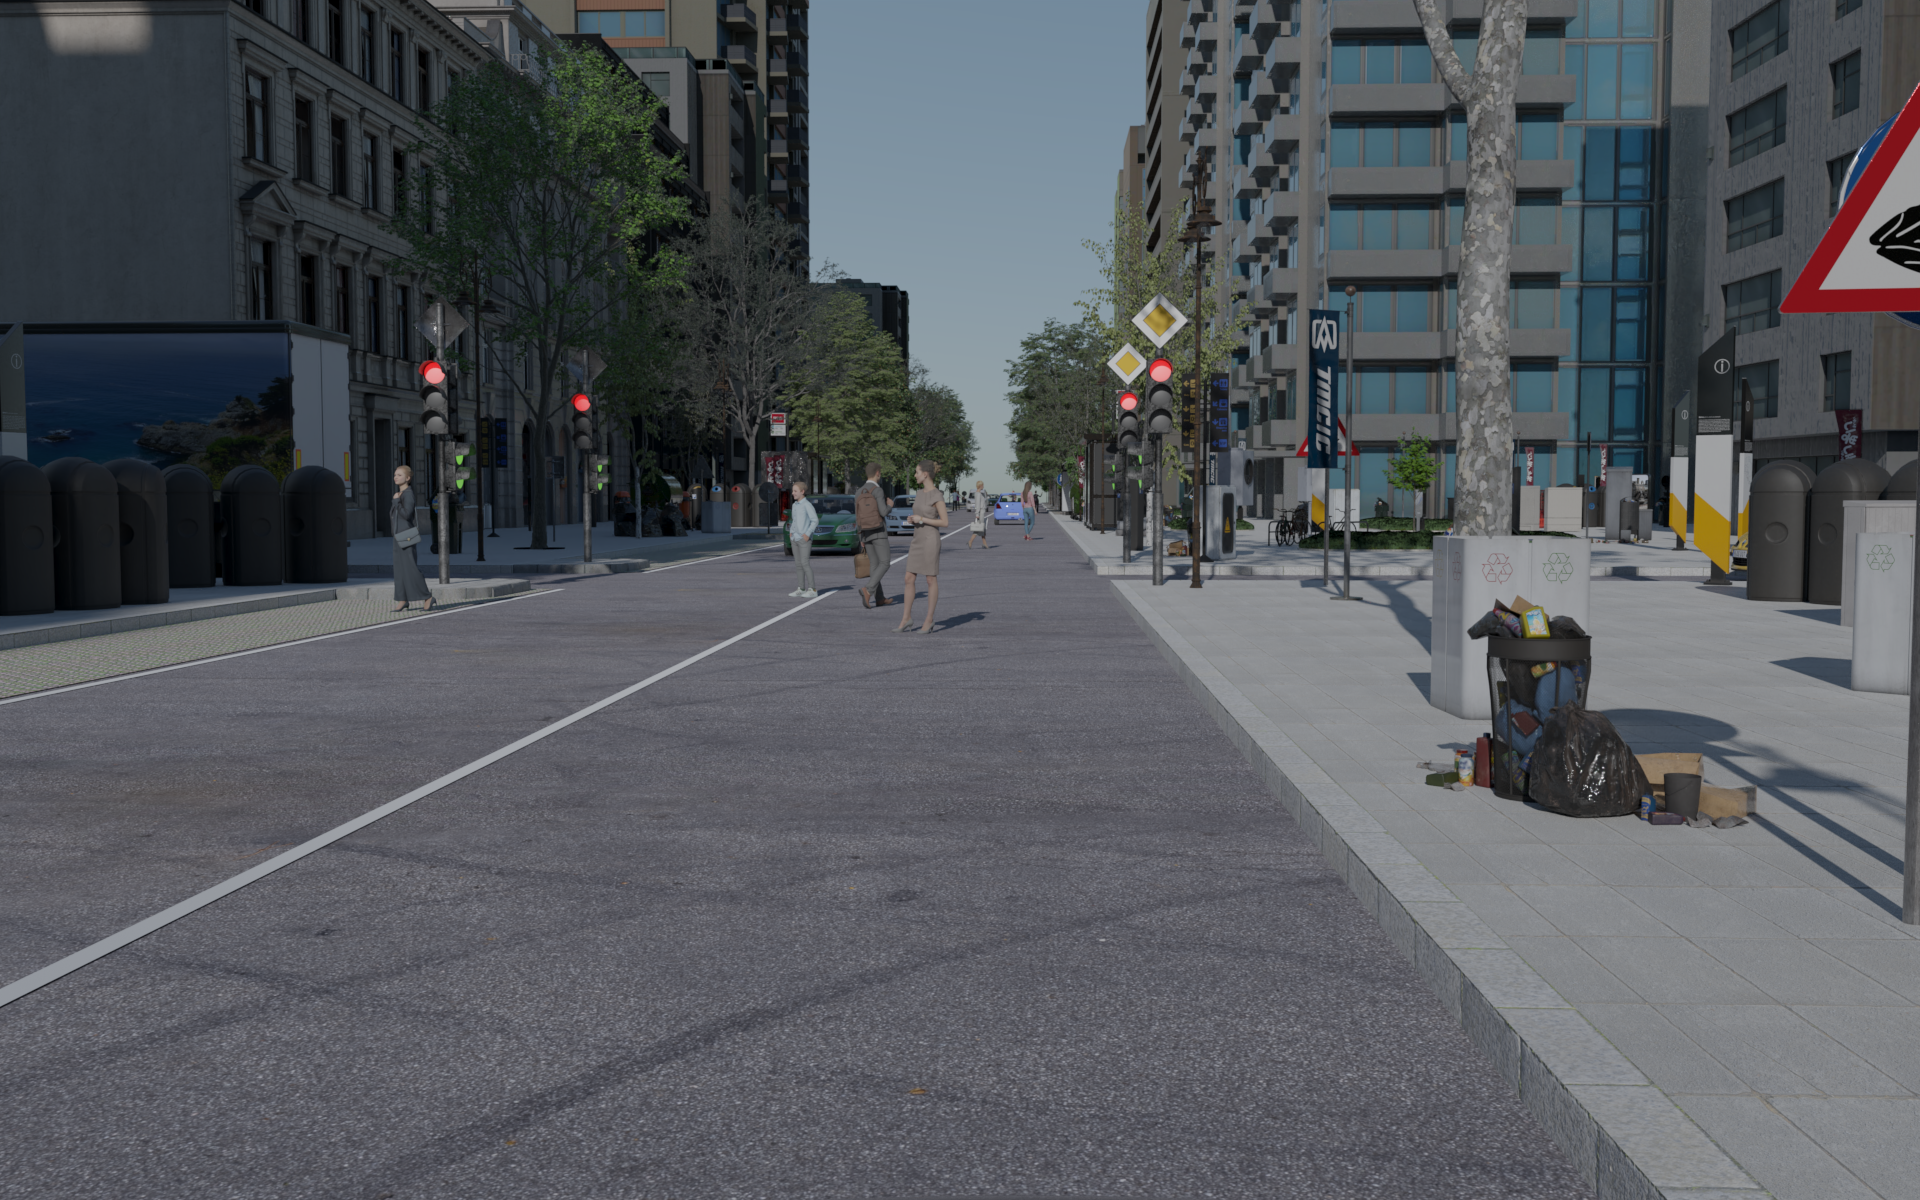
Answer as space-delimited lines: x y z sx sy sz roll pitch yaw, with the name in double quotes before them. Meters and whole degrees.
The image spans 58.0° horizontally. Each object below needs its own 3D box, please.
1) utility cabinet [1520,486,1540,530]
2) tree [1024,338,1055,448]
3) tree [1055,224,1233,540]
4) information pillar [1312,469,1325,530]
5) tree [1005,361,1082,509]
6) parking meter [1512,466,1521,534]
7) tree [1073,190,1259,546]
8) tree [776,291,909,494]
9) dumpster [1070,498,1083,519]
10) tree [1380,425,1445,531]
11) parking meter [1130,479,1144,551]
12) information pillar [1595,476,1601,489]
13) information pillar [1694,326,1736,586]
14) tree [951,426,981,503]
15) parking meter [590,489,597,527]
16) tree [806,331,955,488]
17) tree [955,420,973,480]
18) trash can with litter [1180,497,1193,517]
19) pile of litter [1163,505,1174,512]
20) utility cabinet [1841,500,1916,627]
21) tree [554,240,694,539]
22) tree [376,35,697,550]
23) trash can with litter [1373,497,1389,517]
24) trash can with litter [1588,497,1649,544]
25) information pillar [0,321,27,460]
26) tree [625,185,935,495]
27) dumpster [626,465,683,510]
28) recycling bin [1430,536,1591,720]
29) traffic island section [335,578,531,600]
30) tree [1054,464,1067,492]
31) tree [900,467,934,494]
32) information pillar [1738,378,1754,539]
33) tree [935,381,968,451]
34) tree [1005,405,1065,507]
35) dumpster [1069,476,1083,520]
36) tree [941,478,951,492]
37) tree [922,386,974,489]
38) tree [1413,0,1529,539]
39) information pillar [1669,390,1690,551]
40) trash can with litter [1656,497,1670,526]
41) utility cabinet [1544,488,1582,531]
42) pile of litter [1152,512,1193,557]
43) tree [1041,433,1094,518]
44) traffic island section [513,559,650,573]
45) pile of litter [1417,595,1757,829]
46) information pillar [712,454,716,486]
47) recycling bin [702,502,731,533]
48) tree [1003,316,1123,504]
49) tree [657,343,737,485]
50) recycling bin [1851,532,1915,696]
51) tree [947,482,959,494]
"utility cabinet" 14.962 -2.316 46.548 0.318 1.500 1.173 -3 5 -41
"tree" 5.013 -7.475 72.573 4.360 8.622 3.978 0 3 0
"tree" 5.439 -5.989 48.283 4.360 8.622 3.978 0 3 0
"information pillar" 10.216 -3.525 48.983 0.504 3.616 0.183 1 4 19
"tree" 8.465 -13.994 145.803 9.611 12.733 9.660 0 3 0
"parking meter" 11.643 -1.895 36.691 0.399 1.863 0.255 3 4 37
"tree" 4.917 -5.643 42.631 4.737 8.622 4.395 0 3 0
"tree" -6.764 -10.974 97.554 7.486 12.596 7.792 0 3 0
"dumpster" 6.286 -5.101 89.165 1.264 1.857 1.865 0 4 2
"tree" 12.817 -3.320 48.876 1.663 3.219 1.824 0 3 0
"parking meter" 3.985 -2.050 39.234 0.255 1.863 0.399 2 4 28
"information pillar" 26.253 -4.078 71.169 0.304 2.012 0.304 2 4 31
"information pillar" 10.628 -2.020 24.374 0.504 3.616 0.183 3 5 39
"tree" -0.621 -20.466 260.372 9.928 11.665 9.643 0 3 0
"parking meter" -14.227 -3.574 66.839 0.372 1.533 0.369 0 3 0
"tree" -6.301 -12.402 119.780 9.611 12.733 9.660 0 3 0
"tree" -3.487 -15.732 174.231 9.611 12.733 9.660 0 3 0
"trash can with litter" 9.568 -3.695 71.806 0.624 1.170 1.055 -1 4 -19
"pile of litter" 8.380 -3.380 69.225 1.719 0.858 1.176 3 5 40
"utility cabinet" 9.087 -0.346 16.825 1.020 1.237 0.306 -1 4 -17
"tree" -9.414 -6.062 49.482 4.737 8.622 4.395 0 3 0
"tree" -9.619 -6.976 39.816 9.928 11.665 9.643 0 3 0
"trash can with litter" 16.422 -3.368 66.458 1.055 1.170 0.624 0 4 7
"trash can with litter" 17.072 -2.093 45.270 2.233 1.210 1.678 -1 4 -9
"information pillar" -12.748 -1.955 23.314 0.183 3.616 0.504 1 4 10
"tree" -8.368 -9.708 69.089 12.009 13.543 11.850 0 3 0
"dumpster" -10.045 -3.330 56.943 1.502 2.255 1.985 0 4 2
"recycling bin" 3.215 0.147 10.158 0.722 1.027 0.722 0 4 -1
"traffic island section" -7.385 -0.151 24.752 2.009 0.180 2.903 0 4 2
"tree" 6.704 -7.025 109.456 1.663 3.219 1.824 0 3 0
"tree" -4.149 -11.041 164.234 4.285 4.588 4.351 0 3 0
"information pillar" 15.973 -2.683 35.215 0.183 3.616 0.504 3 5 43
"tree" -4.492 -14.523 147.822 12.009 13.543 11.850 0 3 0
"tree" 9.460 -15.936 170.925 12.009 13.543 11.850 0 3 0
"dumpster" 6.144 -5.067 85.339 1.502 2.255 1.985 0 4 3
"tree" -1.642 -17.540 237.134 4.737 8.622 4.395 0 3 0
"tree" -2.763 -18.160 203.562 9.857 13.997 8.962 0 3 0
"tree" 4.613 -9.594 12.746 12.611 20.169 13.585 0 3 0
"information pillar" 16.239 -2.919 39.080 0.504 3.616 0.183 -2 4 -28
"trash can with litter" 28.590 -3.609 70.387 0.624 1.170 1.055 1 4 21
"utility cabinet" 20.385 -3.051 58.559 1.173 1.500 0.318 0 4 -3
"pile of litter" 4.801 -1.348 36.013 1.719 0.858 1.176 0 4 2
"tree" 7.149 -6.733 93.791 4.285 4.588 4.351 0 3 0
"traffic island section" -7.050 -0.639 32.730 2.009 0.180 2.903 0 4 2
"pile of litter" 2.656 0.399 7.444 1.176 0.858 1.719 0 4 -5
"information pillar" -14.443 -6.750 101.717 0.183 3.616 0.504 -2 4 -33
"recycling bin" -8.000 -2.710 56.854 0.722 1.027 0.722 -3 5 -41
"tree" 7.691 -13.181 122.163 9.857 13.997 8.962 0 3 0
"tree" -12.729 -8.091 82.647 4.360 8.622 3.978 0 3 0
"recycling bin" 6.304 0.081 11.232 0.722 1.027 0.722 -3 5 -40
"tree" -1.002 -15.580 249.337 1.663 3.219 1.824 0 3 0
